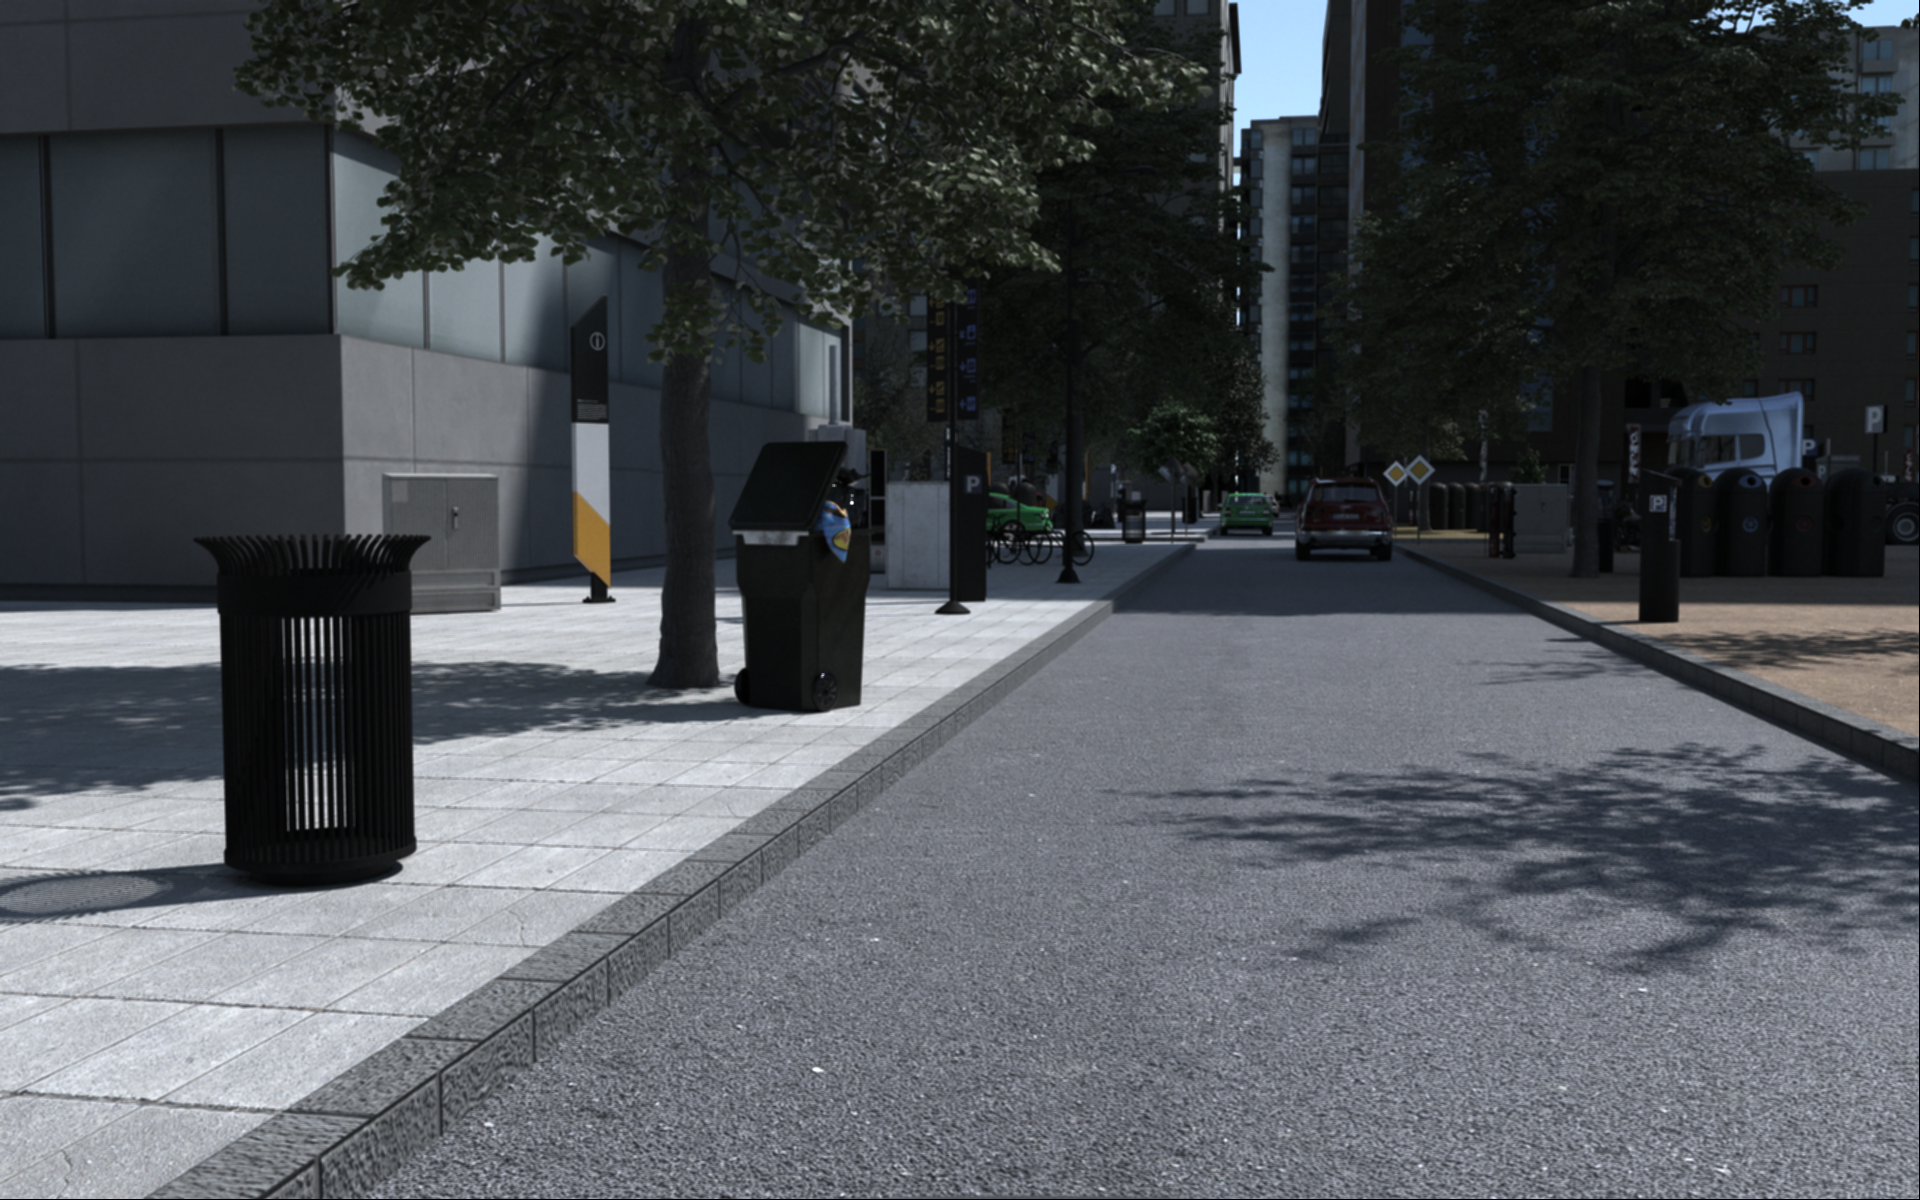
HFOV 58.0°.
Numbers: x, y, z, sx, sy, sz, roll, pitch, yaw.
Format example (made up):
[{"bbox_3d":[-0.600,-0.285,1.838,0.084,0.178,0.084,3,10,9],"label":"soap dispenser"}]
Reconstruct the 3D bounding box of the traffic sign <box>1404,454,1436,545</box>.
[{"bbox_3d":[11.607,-2.456,43.803,0.795,2.450,0.064,1,4,10],"label":"traffic sign"}]

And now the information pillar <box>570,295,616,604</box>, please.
[{"bbox_3d":[-4.318,-1.770,20.297,0.183,3.616,0.504,3,5,41],"label":"information pillar"}]

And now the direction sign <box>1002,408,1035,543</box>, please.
[{"bbox_3d":[1.540,-3.270,45.459,0.876,3.537,0.379,1,4,12],"label":"direction sign"}]

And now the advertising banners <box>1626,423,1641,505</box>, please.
[{"bbox_3d":[17.318,-2.875,43.195,2.074,3.025,0.090,-2,4,-27],"label":"advertising banners"}]

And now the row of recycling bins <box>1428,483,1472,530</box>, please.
[{"bbox_3d":[18.097,-3.396,62.644,3.534,1.692,1.069,-3,4,-38],"label":"row of recycling bins"}]

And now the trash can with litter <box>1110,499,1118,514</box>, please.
[{"bbox_3d":[10.235,-6.268,113.873,1.055,1.170,0.624,1,4,11],"label":"trash can with litter"}]

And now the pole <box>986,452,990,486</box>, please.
[{"bbox_3d":[1.366,-5.505,83.853,0.158,3.312,0.155,0,3,0],"label":"pole"}]

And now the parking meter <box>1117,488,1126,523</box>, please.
[{"bbox_3d":[7.286,-4.260,78.064,0.372,1.533,0.369,0,3,0],"label":"parking meter"}]

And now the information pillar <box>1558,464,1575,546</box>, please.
[{"bbox_3d":[14.887,-2.329,42.570,0.304,2.012,0.304,2,4,35],"label":"information pillar"}]

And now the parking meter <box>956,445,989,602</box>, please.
[{"bbox_3d":[0.127,-0.916,20.684,0.399,1.863,0.255,-1,4,-18],"label":"parking meter"}]

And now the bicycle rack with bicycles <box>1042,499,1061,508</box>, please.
[{"bbox_3d":[5.815,-6.573,120.843,2.852,0.926,2.925,-2,4,-30],"label":"bicycle rack with bicycles"}]

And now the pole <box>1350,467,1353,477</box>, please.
[{"bbox_3d":[27.170,-7.725,120.152,0.158,3.312,0.155,0,3,0],"label":"pole"}]

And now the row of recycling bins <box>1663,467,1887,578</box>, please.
[{"bbox_3d":[12.551,-1.215,26.971,3.534,1.692,1.069,0,4,-2],"label":"row of recycling bins"}]

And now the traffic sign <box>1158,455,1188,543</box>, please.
[{"bbox_3d":[5.511,-2.523,44.899,0.795,2.450,0.064,1,4,10],"label":"traffic sign"}]

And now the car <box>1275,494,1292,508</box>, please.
[{"bbox_3d":[32.716,-10.126,175.345,2.009,1.686,4.222,1,4,9],"label":"car"}]

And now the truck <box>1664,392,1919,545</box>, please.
[{"bbox_3d":[27.873,-3.419,45.660,18.799,4.110,2.967,1,4,8],"label":"truck"}]

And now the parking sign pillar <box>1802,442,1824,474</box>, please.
[{"bbox_3d":[44.197,-6.218,90.143,1.447,3.967,1.447,2,4,29],"label":"parking sign pillar"}]

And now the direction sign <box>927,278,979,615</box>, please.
[{"bbox_3d":[-0.078,-1.622,18.509,0.379,3.537,0.876,-3,4,-38],"label":"direction sign"}]

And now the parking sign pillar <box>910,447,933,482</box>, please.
[{"bbox_3d":[-2.225,-6.812,99.849,1.447,3.967,1.447,1,4,23],"label":"parking sign pillar"}]

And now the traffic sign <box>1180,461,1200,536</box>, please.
[{"bbox_3d":[6.903,-3.004,52.762,0.795,2.450,0.064,1,4,10],"label":"traffic sign"}]

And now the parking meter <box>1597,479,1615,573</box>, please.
[{"bbox_3d":[10.530,-1.223,28.403,0.372,1.533,0.369,0,3,0],"label":"parking meter"}]

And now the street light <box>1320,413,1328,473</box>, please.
[{"bbox_3d":[21.232,-7.730,98.924,1.470,5.913,1.316,1,4,10],"label":"street light"}]

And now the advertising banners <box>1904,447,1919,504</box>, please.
[{"bbox_3d":[35.391,-4.120,63.545,0.090,3.025,2.074,-1,4,-15],"label":"advertising banners"}]

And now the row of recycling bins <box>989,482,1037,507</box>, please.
[{"bbox_3d":[0.927,-3.250,60.254,3.534,1.692,1.069,-1,4,-10],"label":"row of recycling bins"}]

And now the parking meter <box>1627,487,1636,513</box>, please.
[{"bbox_3d":[25.845,-3.561,66.639,0.372,1.533,0.369,0,3,0],"label":"parking meter"}]

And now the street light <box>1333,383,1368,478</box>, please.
[{"bbox_3d":[16.534,-6.124,72.674,1.470,5.913,1.316,1,4,10],"label":"street light"}]

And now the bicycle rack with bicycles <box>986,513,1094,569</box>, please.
[{"bbox_3d":[0.615,-1.093,31.257,2.852,0.926,2.925,-3,4,-39],"label":"bicycle rack with bicycles"}]

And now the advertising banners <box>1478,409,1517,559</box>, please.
[{"bbox_3d":[10.836,-2.375,35.021,0.090,3.025,2.074,0,4,-3],"label":"advertising banners"}]

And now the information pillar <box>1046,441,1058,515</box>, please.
[{"bbox_3d":[3.845,-4.940,72.121,0.504,3.616,0.183,0,4,0],"label":"information pillar"}]

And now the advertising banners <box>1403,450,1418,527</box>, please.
[{"bbox_3d":[17.868,-4.417,68.405,0.090,3.025,2.074,0,4,-6],"label":"advertising banners"}]

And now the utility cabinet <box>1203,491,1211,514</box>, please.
[{"bbox_3d":[15.983,-6.318,111.973,0.318,1.500,1.173,1,4,19],"label":"utility cabinet"}]

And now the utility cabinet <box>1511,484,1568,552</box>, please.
[{"bbox_3d":[12.581,-1.773,37.663,1.173,1.500,0.318,1,4,15],"label":"utility cabinet"}]

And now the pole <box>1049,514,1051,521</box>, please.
[{"bbox_3d":[3.876,-5.015,75.833,0.158,3.312,0.155,0,3,0],"label":"pole"}]

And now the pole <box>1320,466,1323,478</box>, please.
[{"bbox_3d":[25.835,-7.948,123.796,0.158,3.312,0.155,0,3,0],"label":"pole"}]

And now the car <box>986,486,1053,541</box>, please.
[{"bbox_3d":[0.306,-2.521,50.007,4.718,1.807,1.959,1,4,9],"label":"car"}]

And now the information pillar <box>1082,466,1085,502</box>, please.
[{"bbox_3d":[8.426,-7.677,116.872,0.504,3.616,0.183,1,4,12],"label":"information pillar"}]

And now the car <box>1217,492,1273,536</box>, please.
[{"bbox_3d":[10.059,-3.193,61.008,1.959,1.807,4.718,0,4,8],"label":"car"}]

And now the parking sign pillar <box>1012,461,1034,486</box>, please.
[{"bbox_3d":[3.668,-6.882,100.995,1.447,3.967,1.447,-2,4,-33],"label":"parking sign pillar"}]

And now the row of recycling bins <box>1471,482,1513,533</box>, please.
[{"bbox_3d":[18.116,-3.127,58.243,1.069,1.692,3.534,0,4,8],"label":"row of recycling bins"}]

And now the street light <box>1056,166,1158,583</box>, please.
[{"bbox_3d":[2.100,-3.194,24.761,1.470,5.913,1.316,1,4,10],"label":"street light"}]

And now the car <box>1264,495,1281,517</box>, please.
[{"bbox_3d":[18.920,-5.842,107.881,2.083,1.381,4.827,1,4,12],"label":"car"}]

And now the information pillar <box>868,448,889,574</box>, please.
[{"bbox_3d":[-1.309,-1.434,27.941,0.304,2.012,0.304,0,4,4],"label":"information pillar"}]

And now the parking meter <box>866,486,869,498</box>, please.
[{"bbox_3d":[-6.635,-7.249,124.233,0.399,1.863,0.255,1,4,13],"label":"parking meter"}]

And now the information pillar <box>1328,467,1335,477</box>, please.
[{"bbox_3d":[26.558,-8.096,123.720,0.504,3.616,0.183,1,4,21],"label":"information pillar"}]

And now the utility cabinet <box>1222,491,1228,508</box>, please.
[{"bbox_3d":[19.121,-7.112,124.953,0.318,1.500,1.173,0,4,1],"label":"utility cabinet"}]

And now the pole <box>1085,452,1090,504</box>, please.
[{"bbox_3d":[6.227,-5.554,84.646,0.158,3.312,0.155,0,3,0],"label":"pole"}]

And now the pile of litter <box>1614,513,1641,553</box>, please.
[{"bbox_3d":[14.741,-1.458,37.796,1.719,0.858,1.176,2,4,30],"label":"pile of litter"}]

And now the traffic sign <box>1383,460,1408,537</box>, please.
[{"bbox_3d":[12.999,-2.937,51.667,0.795,2.450,0.064,1,4,10],"label":"traffic sign"}]

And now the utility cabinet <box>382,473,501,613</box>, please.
[{"bbox_3d":[-5.566,-0.609,18.633,1.173,1.500,0.318,-3,4,-36],"label":"utility cabinet"}]

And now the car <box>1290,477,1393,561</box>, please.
[{"bbox_3d":[8.578,-1.850,38.915,2.281,1.827,5.304,1,4,10],"label":"car"}]

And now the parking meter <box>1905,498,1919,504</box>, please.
[{"bbox_3d":[29.462,-2.764,53.606,0.372,1.533,0.369,0,3,0],"label":"parking meter"}]
